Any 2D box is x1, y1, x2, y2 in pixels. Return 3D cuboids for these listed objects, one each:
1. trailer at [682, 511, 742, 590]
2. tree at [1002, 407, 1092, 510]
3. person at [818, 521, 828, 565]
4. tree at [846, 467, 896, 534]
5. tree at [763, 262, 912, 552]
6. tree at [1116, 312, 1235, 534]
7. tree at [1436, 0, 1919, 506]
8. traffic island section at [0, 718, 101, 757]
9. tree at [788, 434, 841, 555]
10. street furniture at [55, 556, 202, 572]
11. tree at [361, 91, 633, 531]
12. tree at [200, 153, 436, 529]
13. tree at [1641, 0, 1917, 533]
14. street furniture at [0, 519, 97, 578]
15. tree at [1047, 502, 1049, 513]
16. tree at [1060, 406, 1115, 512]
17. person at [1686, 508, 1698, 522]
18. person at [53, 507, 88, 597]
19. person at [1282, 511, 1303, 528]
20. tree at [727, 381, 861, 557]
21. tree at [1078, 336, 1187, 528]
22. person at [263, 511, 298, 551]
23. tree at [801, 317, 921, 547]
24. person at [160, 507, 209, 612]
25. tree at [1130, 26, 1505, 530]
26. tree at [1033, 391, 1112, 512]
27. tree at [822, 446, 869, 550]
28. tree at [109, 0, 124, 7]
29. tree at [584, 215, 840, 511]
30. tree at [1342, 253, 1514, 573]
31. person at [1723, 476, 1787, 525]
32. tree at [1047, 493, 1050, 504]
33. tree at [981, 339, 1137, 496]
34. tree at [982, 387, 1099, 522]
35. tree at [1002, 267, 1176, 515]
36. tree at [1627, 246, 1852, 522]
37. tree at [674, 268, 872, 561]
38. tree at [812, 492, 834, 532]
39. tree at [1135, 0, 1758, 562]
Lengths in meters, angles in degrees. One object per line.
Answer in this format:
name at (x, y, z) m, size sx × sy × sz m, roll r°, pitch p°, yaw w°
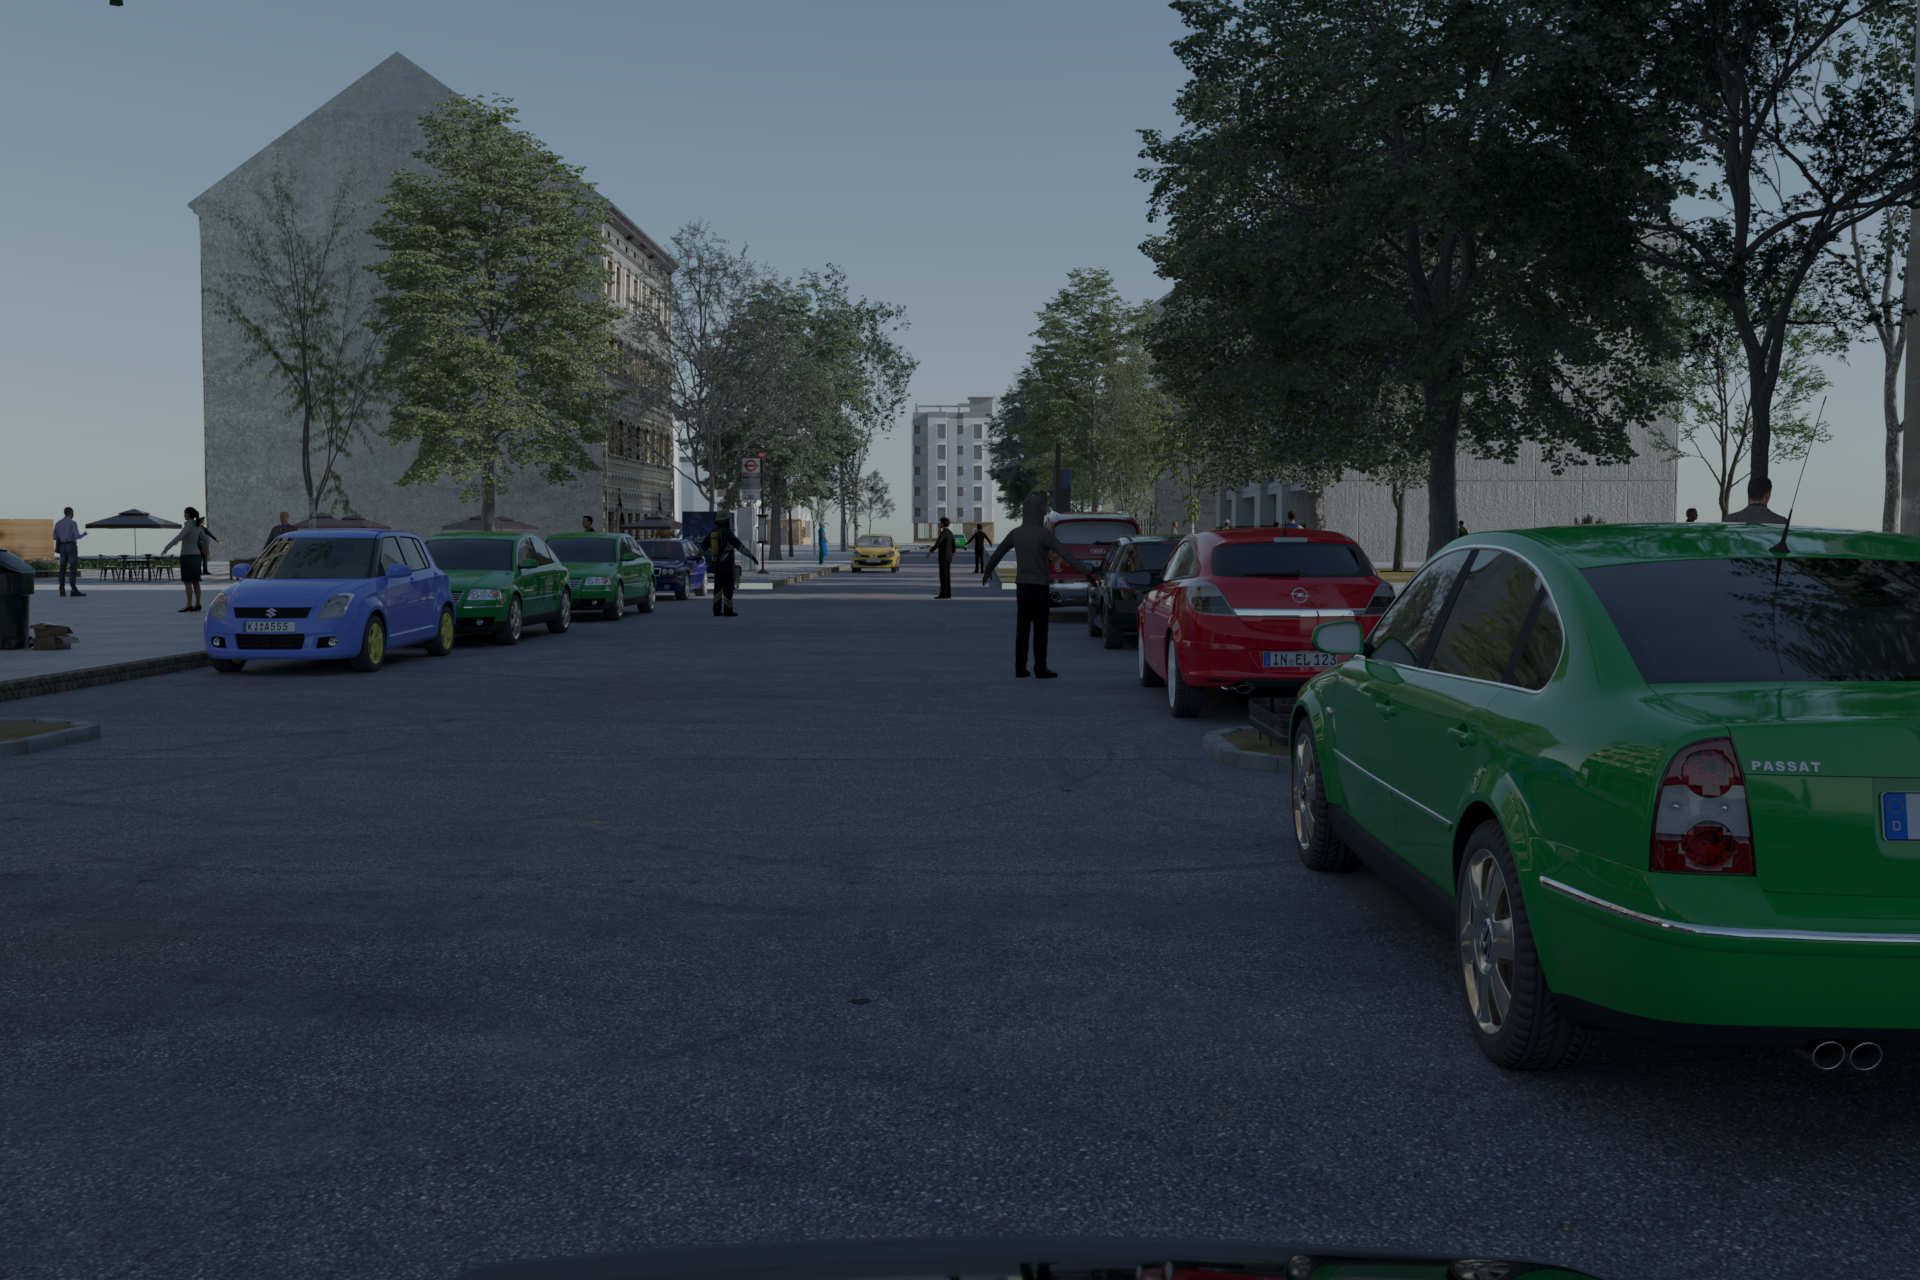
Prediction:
trailer at (-6.484, -2.272, 44.198) m, size 1.471 × 1.999 × 3.904 m, roll 0°, pitch 4°, yaw 0°
tree at (6.635, -11.623, 124.451) m, size 7.601 × 10.594 × 8.767 m, roll 1°, pitch 4°, yaw 17°
person at (-5.656, -3.988, 71.337) m, size 0.704 × 1.817 × 1.347 m, roll -1°, pitch 4°, yaw -16°
tree at (-12.268, -18.689, 239.980) m, size 7.601 × 10.594 × 8.767 m, roll 0°, pitch 4°, yaw -7°
tree at (-9.461, -16.388, 123.833) m, size 12.611 × 20.169 × 13.585 m, roll 0°, pitch 3°, yaw 0°
tree at (7.358, -6.484, 56.380) m, size 4.737 × 8.622 × 4.395 m, roll 0°, pitch 3°, yaw 0°
tree at (8.600, -5.104, 17.870) m, size 7.601 × 10.594 × 8.767 m, roll -1°, pitch 4°, yaw -23°
traffic island section at (-7.051, 0.681, 11.724) m, size 1.991 × 0.108 × 1.994 m, roll 0°, pitch 4°, yaw 1°
tree at (-8.936, -9.638, 107.952) m, size 4.360 × 8.622 × 3.978 m, roll 0°, pitch 3°, yaw 0°
street furniture at (-32.229, -2.784, 61.150) m, size 10.072 × 0.657 × 5.734 m, roll -2°, pitch 4°, yaw -24°
tree at (-12.107, -7.776, 45.263) m, size 7.486 × 12.596 × 7.792 m, roll 0°, pitch 3°, yaw 0°
tree at (-13.199, -5.146, 34.496) m, size 4.360 × 8.622 × 3.978 m, roll 0°, pitch 3°, yaw 0°
tree at (23.735, -11.545, 44.645) m, size 12.611 × 20.169 × 13.585 m, roll 0°, pitch 3°, yaw 0°
street furniture at (-30.575, -2.609, 49.519) m, size 11.010 × 1.723 × 9.812 m, roll 2°, pitch 4°, yaw 34°
tree at (12.149, -19.328, 241.772) m, size 9.928 × 11.665 × 9.643 m, roll 0°, pitch 3°, yaw 0°
tree at (6.485, -8.716, 92.874) m, size 4.737 × 8.622 × 4.395 m, roll 0°, pitch 3°, yaw 0°
person at (14.727, -1.753, 34.846) m, size 0.705 × 1.807 × 1.348 m, roll 2°, pitch 4°, yaw 33°
person at (-18.245, -1.818, 35.634) m, size 0.709 × 1.838 × 0.599 m, roll 1°, pitch 4°, yaw 14°
person at (7.493, -2.022, 39.222) m, size 1.345 × 1.807 × 0.704 m, roll 0°, pitch 4°, yaw 2°
tree at (-9.371, -9.954, 97.162) m, size 8.767 × 10.594 × 7.601 m, roll 1°, pitch 4°, yaw 12°
tree at (6.051, -6.979, 64.467) m, size 4.360 × 8.622 × 3.978 m, roll 0°, pitch 3°, yaw 0°
person at (-14.091, -1.808, 36.151) m, size 0.990 × 1.755 × 0.434 m, roll 0°, pitch 4°, yaw 6°
tree at (-10.162, -18.124, 152.211) m, size 12.611 × 20.169 × 13.585 m, roll 0°, pitch 3°, yaw 0°
person at (-12.741, -1.327, 28.530) m, size 0.721 × 1.735 × 1.217 m, roll 1°, pitch 4°, yaw 9°
tree at (8.770, -8.328, 42.822) m, size 9.857 × 13.997 × 8.962 m, roll 0°, pitch 3°, yaw 0°
tree at (5.689, -8.141, 83.465) m, size 4.737 × 8.622 × 4.395 m, roll 0°, pitch 3°, yaw 0°
tree at (-8.945, -11.326, 135.546) m, size 4.737 × 8.622 × 4.395 m, roll 0°, pitch 3°, yaw 0°
tree at (-11.898, -9.839, 16.750) m, size 12.611 × 20.169 × 13.585 m, roll 0°, pitch 3°, yaw 0°
tree at (-9.878, -9.632, 67.859) m, size 12.009 × 13.543 × 11.850 m, roll 0°, pitch 3°, yaw 0°
tree at (14.734, -8.079, 57.840) m, size 9.928 × 11.665 × 9.643 m, roll 0°, pitch 3°, yaw 0°
person at (6.626, -0.475, 14.334) m, size 0.617 × 1.759 × 0.750 m, roll 3°, pitch 5°, yaw 43°
tree at (6.569, -11.844, 144.006) m, size 4.360 × 8.622 × 3.978 m, roll 0°, pitch 3°, yaw 0°
tree at (6.412, -12.108, 108.335) m, size 12.009 × 13.543 × 11.850 m, roll 0°, pitch 3°, yaw 0°
tree at (6.533, -14.034, 136.104) m, size 9.857 × 13.997 × 8.962 m, roll 0°, pitch 3°, yaw 0°
tree at (5.542, -9.563, 74.478) m, size 7.486 × 12.596 × 7.792 m, roll 0°, pitch 3°, yaw 0°
tree at (27.591, -8.342, 62.153) m, size 9.928 × 11.665 × 9.643 m, roll 0°, pitch 3°, yaw 0°
tree at (-9.066, -10.833, 83.769) m, size 9.857 × 13.997 × 8.962 m, roll 0°, pitch 3°, yaw 0°
tree at (-18.825, -17.700, 239.764) m, size 4.360 × 8.622 × 3.978 m, roll 0°, pitch 3°, yaw 0°
tree at (8.191, -7.513, 29.488) m, size 9.857 × 13.997 × 8.962 m, roll 0°, pitch 3°, yaw 0°
